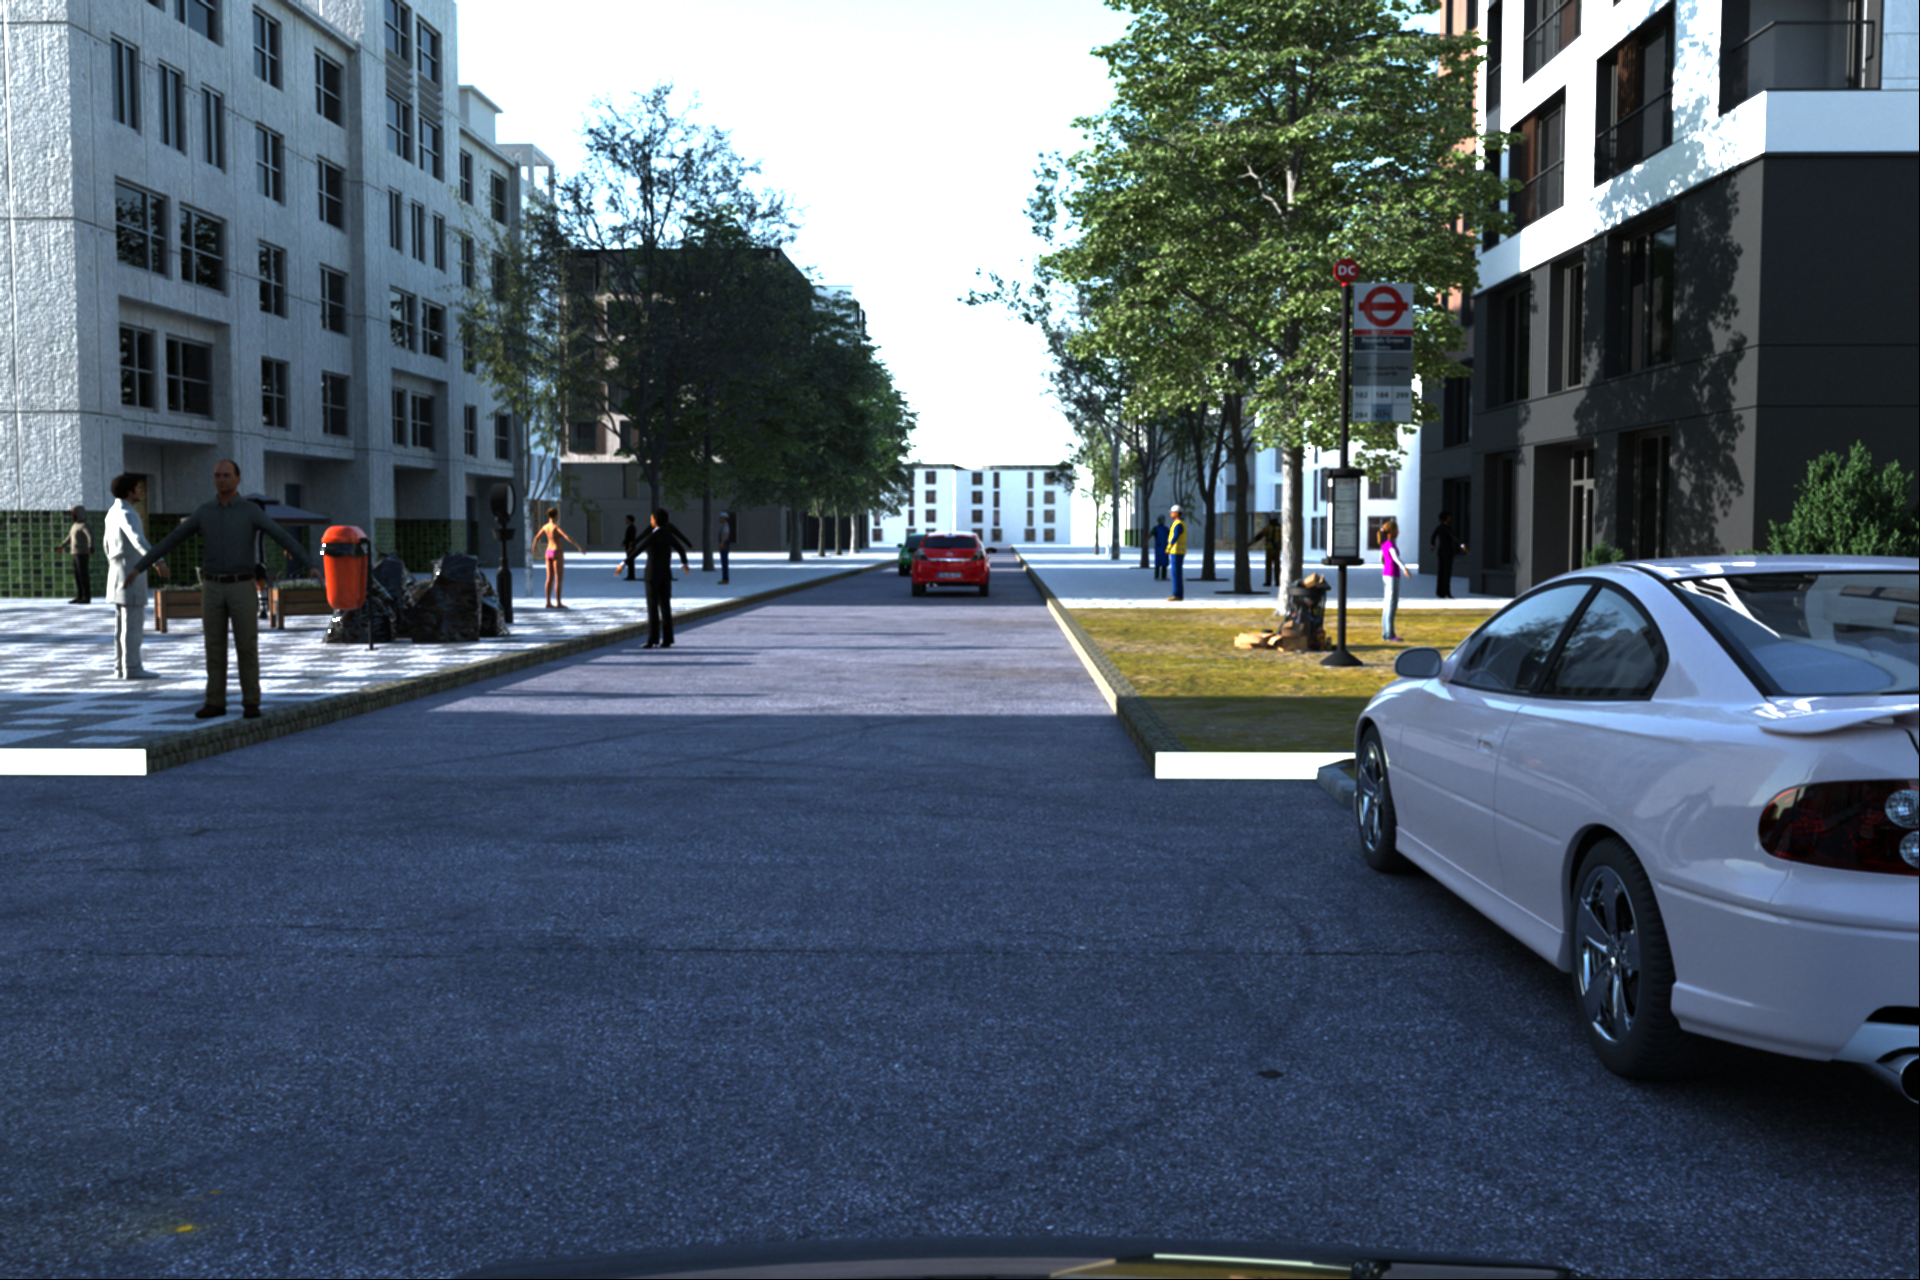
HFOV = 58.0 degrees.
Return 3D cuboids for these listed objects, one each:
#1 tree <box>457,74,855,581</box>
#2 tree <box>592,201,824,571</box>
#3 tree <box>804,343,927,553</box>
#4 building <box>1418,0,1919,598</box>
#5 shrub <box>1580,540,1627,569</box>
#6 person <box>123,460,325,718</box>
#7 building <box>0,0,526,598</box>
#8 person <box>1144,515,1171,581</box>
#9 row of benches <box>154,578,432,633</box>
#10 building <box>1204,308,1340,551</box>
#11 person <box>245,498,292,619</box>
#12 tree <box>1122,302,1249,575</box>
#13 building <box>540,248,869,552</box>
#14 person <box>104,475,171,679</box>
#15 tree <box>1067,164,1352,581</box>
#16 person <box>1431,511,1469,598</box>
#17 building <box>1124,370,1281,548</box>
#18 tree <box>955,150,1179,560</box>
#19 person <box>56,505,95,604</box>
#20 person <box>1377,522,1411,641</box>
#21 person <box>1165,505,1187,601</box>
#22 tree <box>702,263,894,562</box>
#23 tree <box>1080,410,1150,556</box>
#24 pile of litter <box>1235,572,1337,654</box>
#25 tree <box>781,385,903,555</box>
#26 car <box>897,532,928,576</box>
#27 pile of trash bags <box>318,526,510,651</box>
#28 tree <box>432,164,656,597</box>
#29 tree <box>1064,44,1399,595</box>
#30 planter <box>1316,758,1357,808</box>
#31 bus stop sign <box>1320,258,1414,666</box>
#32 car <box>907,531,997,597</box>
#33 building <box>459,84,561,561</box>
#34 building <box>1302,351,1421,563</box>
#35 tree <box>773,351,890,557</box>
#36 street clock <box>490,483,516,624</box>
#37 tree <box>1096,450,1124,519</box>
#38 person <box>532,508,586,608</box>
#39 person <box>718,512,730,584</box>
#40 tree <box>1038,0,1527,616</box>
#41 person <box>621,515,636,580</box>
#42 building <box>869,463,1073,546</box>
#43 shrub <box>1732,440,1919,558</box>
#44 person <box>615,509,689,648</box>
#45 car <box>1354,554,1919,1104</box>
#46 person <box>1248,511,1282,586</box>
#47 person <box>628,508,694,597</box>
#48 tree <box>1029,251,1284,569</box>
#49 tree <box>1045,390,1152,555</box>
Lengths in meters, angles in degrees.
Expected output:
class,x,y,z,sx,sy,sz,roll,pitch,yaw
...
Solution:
class,x,y,z,sx,sy,sz,roll,pitch,yaw
tree,-8.391,-8.368,47.182,12.009,13.543,11.850,0,3,0
tree,-8.521,-8.619,59.052,7.486,12.596,7.792,0,3,0
tree,-7.084,-12.723,114.683,9.857,13.997,8.962,0,3,0
building,25.027,-11.927,38.982,27.936,21.610,32.646,0,4,1
shrub,8.445,-0.712,22.756,1.383,1.207,1.383,0,3,0
person,-5.122,-0.358,12.123,1.348,1.796,0.705,0,4,-6
building,-25.368,-11.229,50.060,16.747,18.905,31.486,0,4,2
person,5.562,-2.539,47.645,1.347,1.817,0.704,-2,4,-31
row of benches,-8.780,-0.509,23.785,4.104,0.672,1.422,-2,4,-31
building,25.482,-17.575,143.765,16.016,20.090,11.380,0,4,1
person,-10.689,-1.226,26.189,1.345,1.843,0.704,1,4,9
tree,6.703,-6.360,54.356,4.360,8.622,3.978,0,3,0
building,-22.739,-18.136,140.497,27.936,21.610,32.646,0,4,2
person,-7.370,-0.565,15.419,0.705,1.806,1.347,-3,5,-42
tree,6.735,-7.419,47.064,9.928,11.665,9.643,0,3,0
person,9.763,-1.707,34.626,0.721,1.740,1.216,-1,4,-18
building,25.618,-18.624,170.959,16.747,18.905,31.486,0,4,2
tree,6.620,-14.121,86.767,12.611,20.169,13.585,0,3,0
person,-16.192,-1.572,31.828,1.348,1.813,0.705,3,4,39
person,5.238,-0.706,20.809,0.599,1.433,0.991,0,4,-1
person,4.135,-1.667,33.219,0.705,1.833,1.349,1,4,14
tree,-7.715,-10.611,80.144,9.857,13.997,8.962,0,3,0
tree,8.672,-9.098,99.122,4.737,8.622,4.395,0,3,0
pile of litter,3.671,-0.329,19.342,1.176,0.858,1.719,0,4,1
tree,-7.316,-10.974,105.175,9.928,11.665,9.643,0,3,0
car,-1.184,-3.165,60.551,1.959,1.807,4.718,0,4,1
pile of trash bags,-6.659,-0.658,20.507,1.912,1.369,3.447,0,4,3
tree,-8.972,-5.191,35.234,4.360,8.622,3.978,0,3,0
tree,5.942,-6.797,36.880,9.928,11.665,9.643,0,3,0
planter,3.032,0.708,9.559,1.991,0.319,1.994,0,4,2
bus stop sign,3.957,-1.722,16.852,0.855,3.939,0.416,0,4,1
car,-0.197,-1.965,41.166,2.155,1.783,4.494,0,4,1
building,-25.435,-13.338,74.494,16.016,20.090,11.380,0,4,1
building,20.930,-8.186,75.996,9.099,9.664,28.070,0,4,2
tree,-7.758,-10.417,96.071,9.928,11.665,9.643,0,3,0
street clock,-6.538,-1.239,24.822,0.358,2.002,0.471,0,4,3
tree,19.289,-16.864,201.481,9.928,11.665,9.643,0,3,0
person,-6.971,-1.419,30.004,1.217,1.733,0.721,2,4,31
person,-6.083,-2.362,44.478,0.705,1.847,1.347,-1,4,-8
tree,5.138,-6.686,27.439,7.486,12.596,7.792,0,3,0
person,-9.171,-2.560,48.035,0.705,1.806,1.347,-1,4,-21
building,-0.621,-16.003,206.252,28.070,9.664,9.099,0,4,1
shrub,7.464,-0.642,14.546,1.661,2.075,1.752,0,3,0
person,-3.850,-0.773,21.825,0.721,1.740,1.216,3,4,37
car,2.651,0.394,5.917,2.083,1.381,4.827,0,4,1
person,7.701,-2.256,42.651,1.354,1.858,0.705,-1,4,-14
person,-6.049,-1.766,35.104,1.346,1.802,0.704,-1,4,-15
tree,7.035,-9.426,64.486,12.009,13.543,11.850,0,3,0
tree,8.793,-10.592,107.599,7.601,10.594,8.767,-2,4,-34
